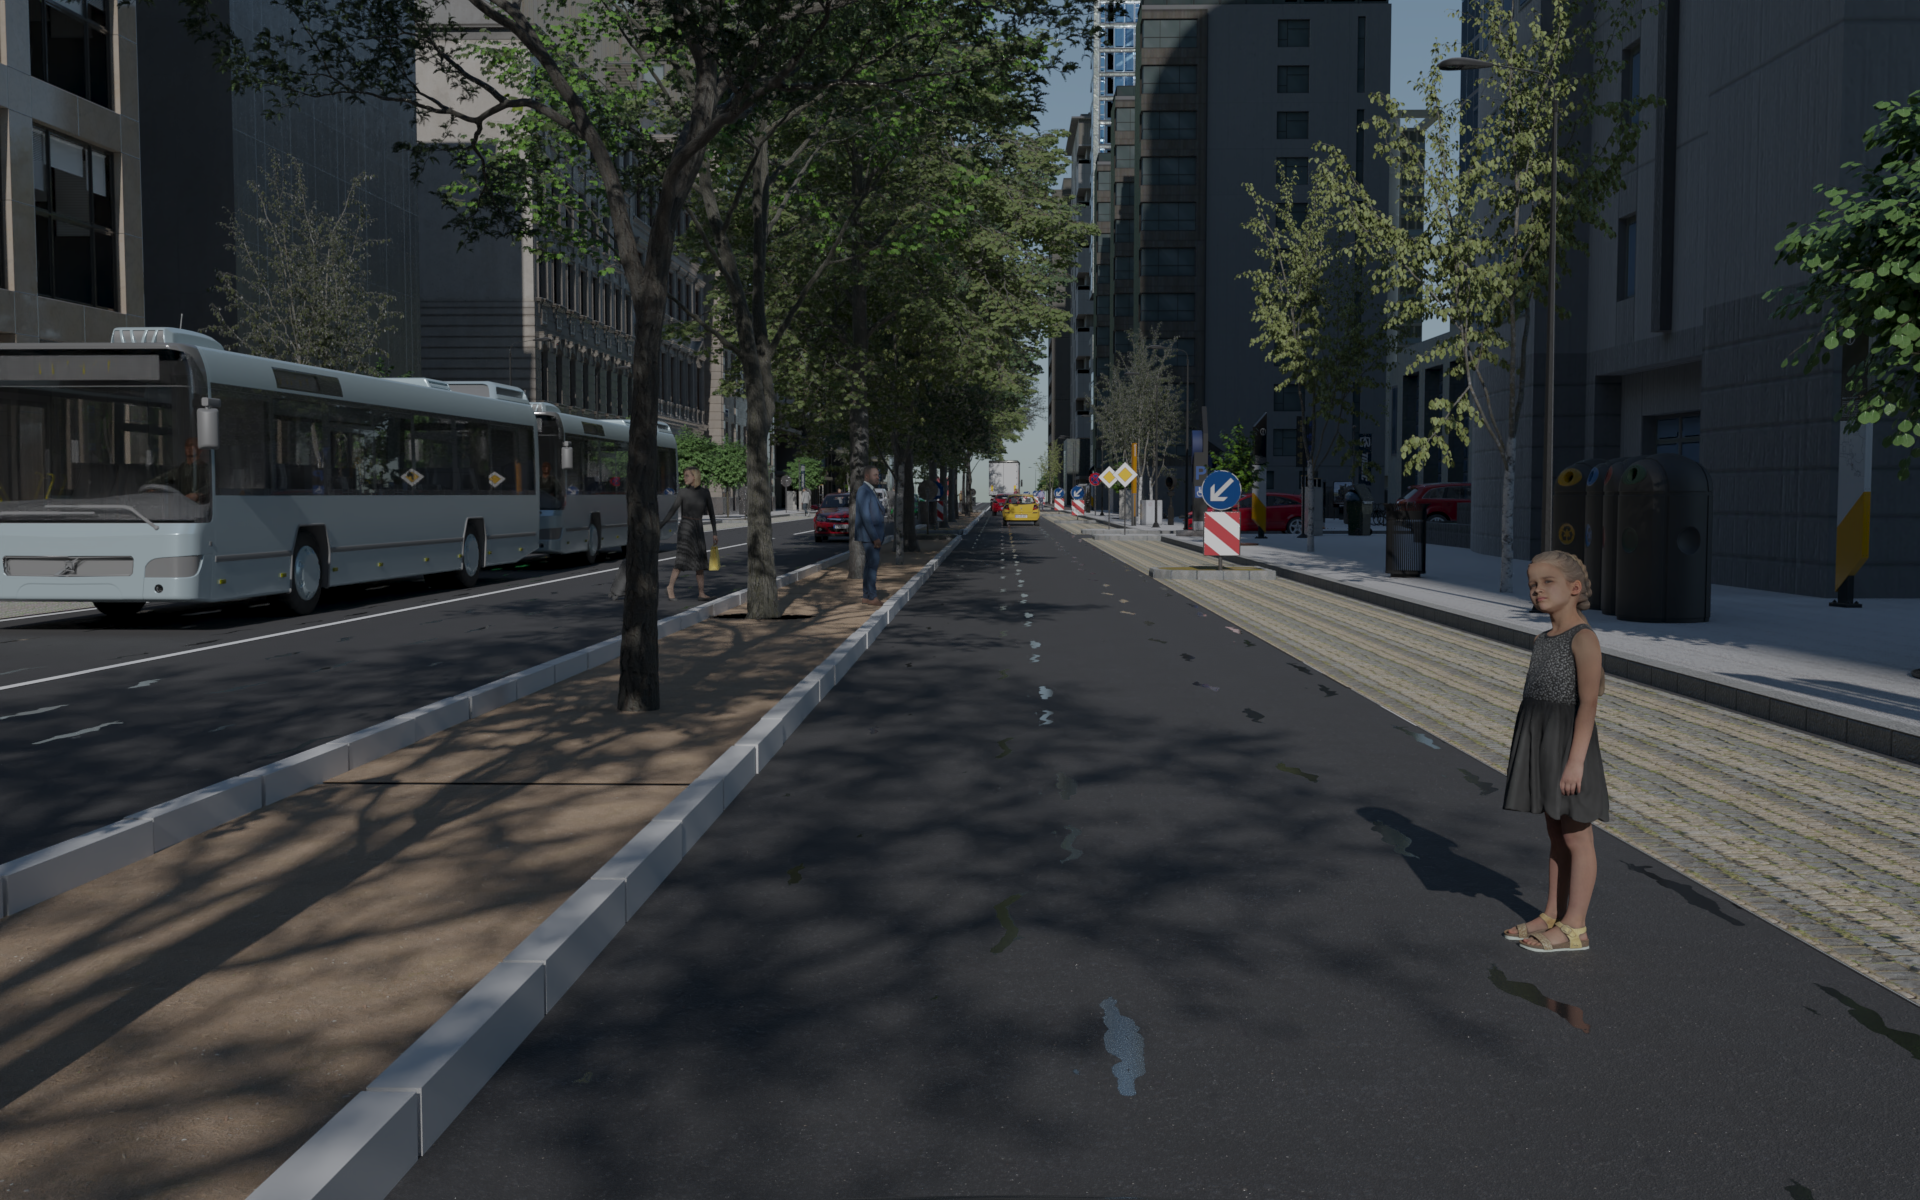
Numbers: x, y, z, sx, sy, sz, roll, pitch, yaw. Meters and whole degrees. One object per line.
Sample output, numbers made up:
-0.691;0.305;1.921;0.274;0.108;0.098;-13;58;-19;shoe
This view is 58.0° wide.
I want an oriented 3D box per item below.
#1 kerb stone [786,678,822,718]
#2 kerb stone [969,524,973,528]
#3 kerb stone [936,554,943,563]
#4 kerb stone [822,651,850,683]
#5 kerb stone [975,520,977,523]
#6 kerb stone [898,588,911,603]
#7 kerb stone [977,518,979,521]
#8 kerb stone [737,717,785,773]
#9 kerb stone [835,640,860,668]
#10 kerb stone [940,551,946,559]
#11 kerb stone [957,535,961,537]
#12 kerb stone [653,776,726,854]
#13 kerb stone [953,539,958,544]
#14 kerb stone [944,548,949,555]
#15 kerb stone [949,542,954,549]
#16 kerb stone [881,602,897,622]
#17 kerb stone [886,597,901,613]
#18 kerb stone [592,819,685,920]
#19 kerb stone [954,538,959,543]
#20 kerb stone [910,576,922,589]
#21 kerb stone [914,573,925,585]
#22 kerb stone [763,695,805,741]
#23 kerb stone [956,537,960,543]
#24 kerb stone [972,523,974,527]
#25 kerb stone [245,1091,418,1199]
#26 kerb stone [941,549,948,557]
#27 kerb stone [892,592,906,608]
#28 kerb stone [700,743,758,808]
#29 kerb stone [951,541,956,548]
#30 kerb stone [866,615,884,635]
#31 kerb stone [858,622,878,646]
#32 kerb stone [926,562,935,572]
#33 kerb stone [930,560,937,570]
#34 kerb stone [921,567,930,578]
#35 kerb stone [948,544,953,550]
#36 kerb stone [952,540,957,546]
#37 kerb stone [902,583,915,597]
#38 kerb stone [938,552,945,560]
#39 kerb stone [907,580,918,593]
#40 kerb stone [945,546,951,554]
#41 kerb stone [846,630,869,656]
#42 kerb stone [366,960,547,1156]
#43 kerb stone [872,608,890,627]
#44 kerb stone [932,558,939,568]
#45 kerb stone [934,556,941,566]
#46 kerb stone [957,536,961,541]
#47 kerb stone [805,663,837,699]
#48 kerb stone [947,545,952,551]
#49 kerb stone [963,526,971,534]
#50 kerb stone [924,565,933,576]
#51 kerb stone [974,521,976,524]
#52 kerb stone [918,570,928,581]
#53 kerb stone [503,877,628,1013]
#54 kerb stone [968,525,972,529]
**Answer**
-1.043;0.659;11.424;0.120;0.150;1.000;0;4;1;kerb stone
0.335;-2.818;68.321;0.120;0.150;1.000;0;4;1;kerb stone
-0.463;-0.784;35.021;0.120;0.150;1.000;0;4;1;kerb stone
-0.981;0.534;13.472;0.120;0.150;1.000;0;4;1;kerb stone
0.582;-3.448;78.576;0.120;0.150;1.000;0;4;1;kerb stone
-0.769;-0.026;22.706;0.120;0.150;1.000;0;4;1;kerb stone
0.727;-3.822;84.714;0.120;0.150;1.000;0;4;1;kerb stone
-1.083;0.784;9.377;0.120;0.150;1.000;0;4;1;kerb stone
-0.959;0.471;14.501;0.120;0.150;1.000;0;4;1;kerb stone
-0.427;-0.907;37.069;0.120;0.150;1.000;0;4;1;kerb stone
-0.100;-1.724;50.385;0.120;0.150;1.000;0;4;1;kerb stone
-1.141;0.910;7.317;0.120;0.150;1.000;0;4;1;kerb stone
-0.199;-1.474;46.296;0.120;0.150;1.000;0;4;1;kerb stone
-0.375;-1.032;39.113;0.120;0.150;1.000;0;4;1;kerb stone
-0.277;-1.284;43.219;0.120;0.150;1.000;0;4;1;kerb stone
-0.835;0.160;19.640;0.120;0.150;1.000;0;4;1;kerb stone
-0.820;0.094;20.662;0.120;0.150;1.000;0;4;1;kerb stone
-1.162;0.973;6.292;0.120;0.150;1.000;0;4;1;kerb stone
-0.173;-1.536;47.318;0.120;0.150;1.000;0;4;1;kerb stone
-0.692;-0.219;25.783;0.120;0.150;1.000;0;4;1;kerb stone
-0.670;-0.282;26.813;0.120;0.150;1.000;0;4;1;kerb stone
-1.065;0.721;10.399;0.120;0.150;1.000;0;4;1;kerb stone
-0.143;-1.599;48.340;0.120;0.150;1.000;0;4;1;kerb stone
0.387;-2.946;70.380;0.120;0.150;1.000;0;4;1;kerb stone
-1.238;1.160;3.224;0.120;0.150;1.000;0;4;1;kerb stone
-0.388;-0.967;38.091;0.120;0.150;1.000;0;4;1;kerb stone
-0.793;0.032;21.684;0.120;0.150;1.000;0;4;1;kerb stone
-1.117;0.850;8.349;0.120;0.150;1.000;0;4;1;kerb stone
-0.246;-1.349;44.245;0.120;0.150;1.000;0;4;1;kerb stone
-0.889;0.289;17.581;0.120;0.150;1.000;0;4;1;kerb stone
-0.905;0.345;16.556;0.120;0.150;1.000;0;4;1;kerb stone
-0.565;-0.533;30.913;0.120;0.150;1.000;0;4;1;kerb stone
-0.550;-0.593;31.935;0.120;0.150;1.000;0;4;1;kerb stone
-0.616;-0.404;28.857;0.120;0.150;1.000;0;4;1;kerb stone
-0.296;-1.220;42.187;0.120;0.150;1.000;0;4;1;kerb stone
-0.222;-1.411;45.267;0.120;0.150;1.000;0;4;1;kerb stone
-0.739;-0.093;23.730;0.120;0.150;1.000;0;4;1;kerb stone
-0.446;-0.847;36.047;0.120;0.150;1.000;0;4;1;kerb stone
-0.714;-0.154;24.757;0.120;0.150;1.000;0;4;1;kerb stone
-0.350;-1.097;40.135;0.120;0.150;1.000;0;4;1;kerb stone
-0.937;0.408;15.530;0.120;0.150;1.000;0;4;1;kerb stone
-1.211;1.098;4.246;0.120;0.150;1.000;0;4;1;kerb stone
-0.870;0.219;18.618;0.120;0.150;1.000;0;4;1;kerb stone
-0.518;-0.659;32.965;0.120;0.150;1.000;0;4;1;kerb stone
-0.492;-0.720;33.995;0.120;0.150;1.000;0;4;1;kerb stone
-0.128;-1.662;49.362;0.120;0.150;1.000;0;4;1;kerb stone
-1.014;0.596;12.447;0.120;0.150;1.000;0;4;1;kerb stone
-0.317;-1.160;41.165;0.120;0.150;1.000;0;4;1;kerb stone
0.255;-2.627;65.253;0.120;0.150;1.000;0;4;1;kerb stone
-0.589;-0.470;29.885;0.120;0.150;1.000;0;4;1;kerb stone
0.508;-3.261;75.506;0.120;0.150;1.000;0;4;1;kerb stone
-0.638;-0.341;27.835;0.120;0.150;1.000;0;4;1;kerb stone
-1.187;1.035;5.268;0.120;0.150;1.000;0;4;1;kerb stone
0.284;-2.696;66.274;0.120;0.150;1.000;0;4;1;kerb stone
